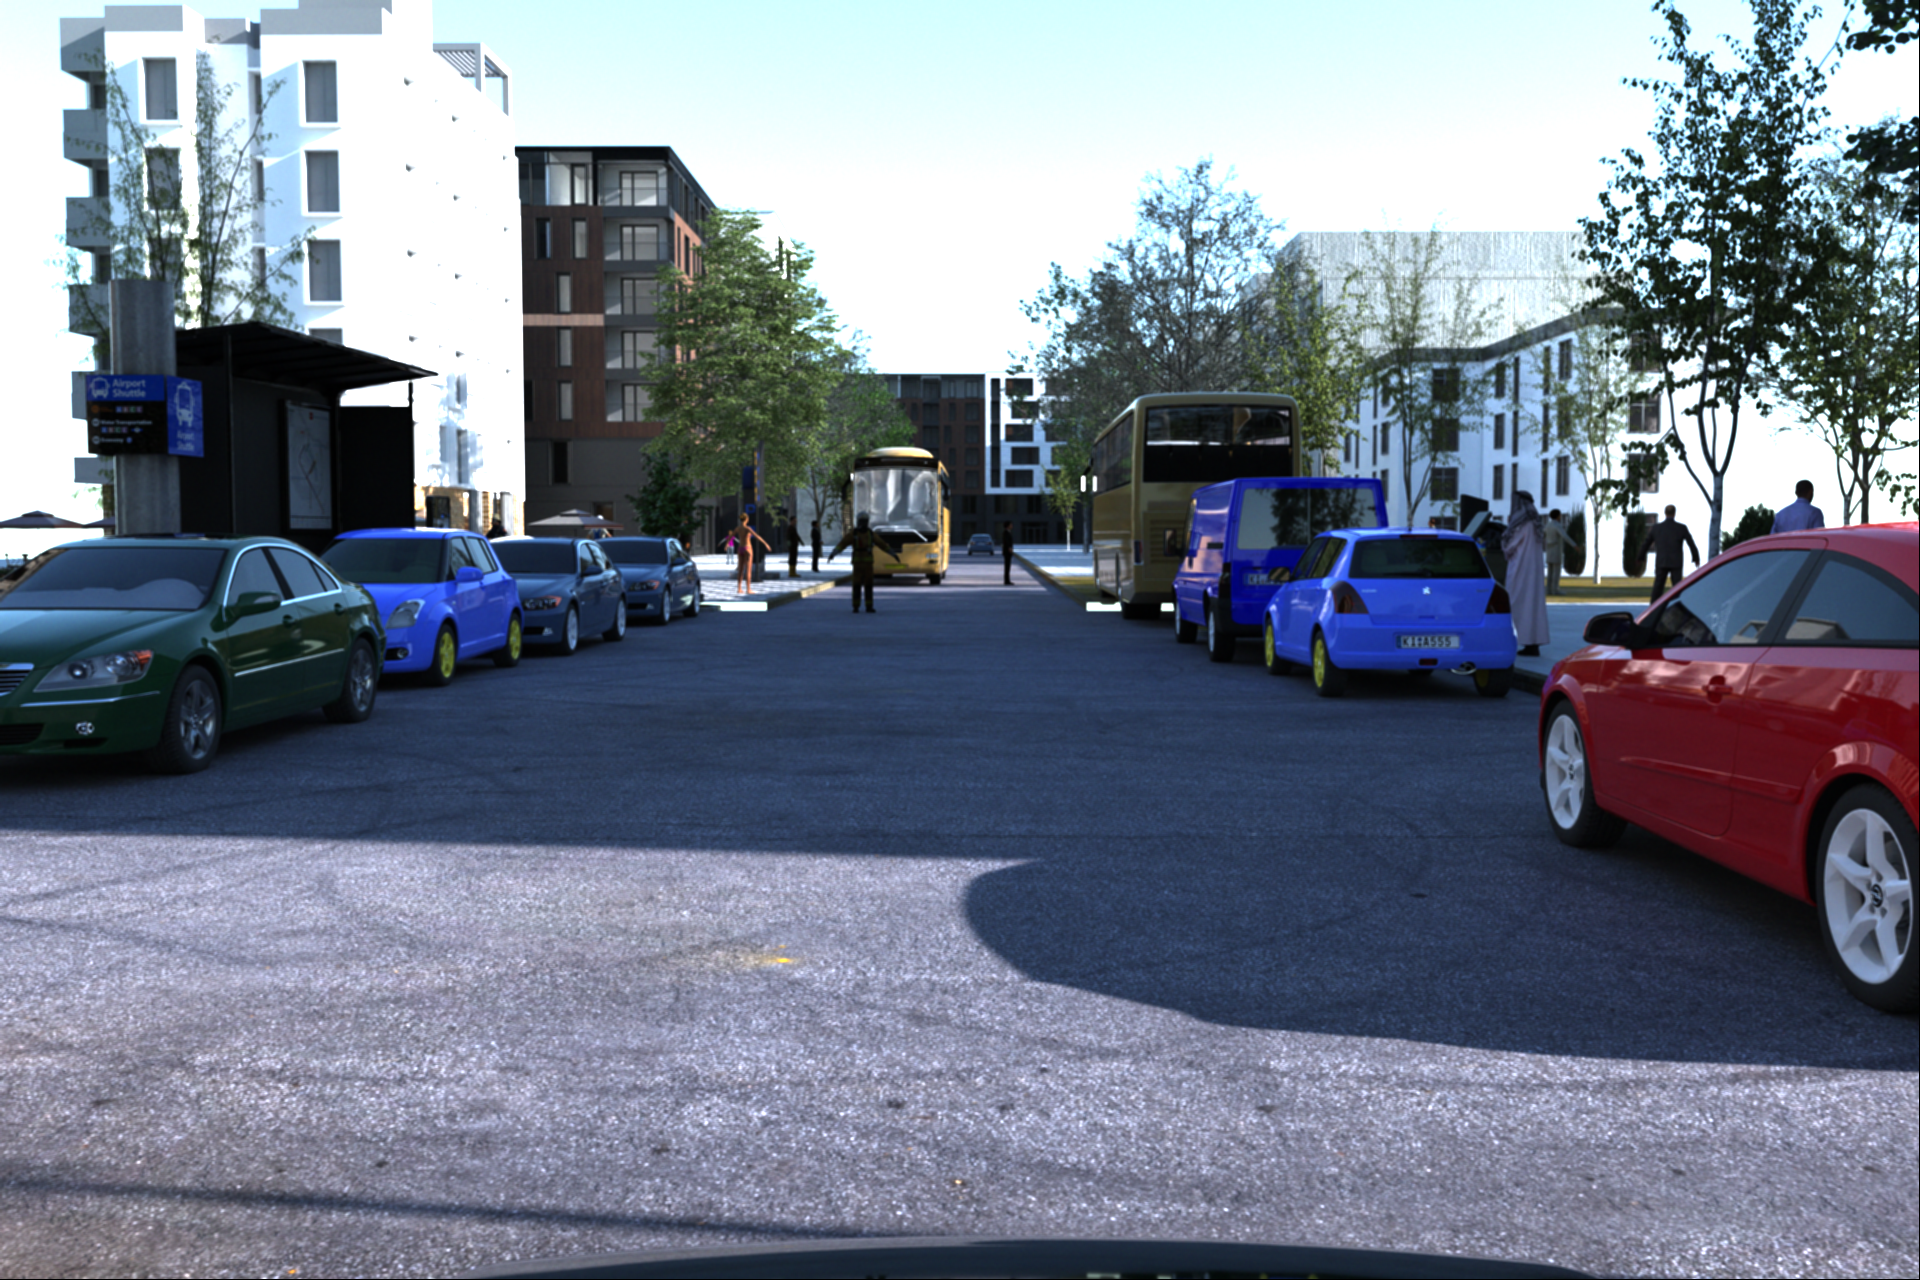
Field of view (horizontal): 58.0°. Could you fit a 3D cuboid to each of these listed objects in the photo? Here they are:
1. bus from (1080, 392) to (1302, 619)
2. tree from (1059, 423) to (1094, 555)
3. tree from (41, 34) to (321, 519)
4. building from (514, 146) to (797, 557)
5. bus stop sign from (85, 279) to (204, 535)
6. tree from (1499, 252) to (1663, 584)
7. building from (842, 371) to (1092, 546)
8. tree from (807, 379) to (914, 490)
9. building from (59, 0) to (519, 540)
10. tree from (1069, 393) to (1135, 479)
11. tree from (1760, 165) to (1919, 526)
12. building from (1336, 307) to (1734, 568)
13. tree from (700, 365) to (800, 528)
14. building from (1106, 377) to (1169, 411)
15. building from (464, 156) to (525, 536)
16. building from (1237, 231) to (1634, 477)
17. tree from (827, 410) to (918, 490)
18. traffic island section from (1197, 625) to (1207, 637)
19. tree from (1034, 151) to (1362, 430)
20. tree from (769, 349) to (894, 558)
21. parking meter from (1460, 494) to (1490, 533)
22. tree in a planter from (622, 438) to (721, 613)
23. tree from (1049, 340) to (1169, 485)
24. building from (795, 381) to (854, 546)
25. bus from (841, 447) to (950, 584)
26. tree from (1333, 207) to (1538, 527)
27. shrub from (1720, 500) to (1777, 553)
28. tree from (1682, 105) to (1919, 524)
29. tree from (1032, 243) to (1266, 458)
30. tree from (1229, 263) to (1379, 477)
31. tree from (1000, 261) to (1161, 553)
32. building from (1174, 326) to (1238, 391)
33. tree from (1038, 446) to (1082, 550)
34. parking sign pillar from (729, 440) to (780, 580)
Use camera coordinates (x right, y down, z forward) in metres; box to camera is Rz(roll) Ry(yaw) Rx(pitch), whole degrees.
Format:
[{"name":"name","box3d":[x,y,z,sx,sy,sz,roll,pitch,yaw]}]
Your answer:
[{"name":"bus","box3d":[3.964,-2.471,31.955,2.896,3.916,12.252,0,4,1]},{"name":"tree","box3d":[7.740,-9.460,105.028,4.737,8.622,4.395,0,3,0]},{"name":"tree","box3d":[-11.709,-4.605,25.650,4.360,8.622,3.978,0,3,0]},{"name":"building","box3d":[-25.710,-16.139,107.841,27.936,21.610,32.646,0,4,0]},{"name":"bus stop sign","box3d":[-8.560,-1.788,18.243,0.837,3.901,0.837,0,4,1]},{"name":"tree","box3d":[16.734,-5.767,44.654,4.360,8.622,3.978,0,3,0]},{"name":"building","box3d":[0.848,-23.410,229.182,32.646,21.610,27.936,0,4,-1]},{"name":"tree","box3d":[-6.759,-11.751,117.890,9.928,11.665,9.643,0,3,0]},{"name":"building","box3d":[-23.170,-12.298,57.485,16.016,20.090,11.380,0,4,1]},{"name":"tree","box3d":[7.505,-8.193,84.320,4.360,8.622,3.978,0,3,0]},{"name":"tree","box3d":[17.946,-5.158,34.693,4.737,8.622,4.395,0,3,0]},{"name":"building","box3d":[24.278,-8.327,78.295,9.099,9.664,28.070,0,4,1]},{"name":"tree","box3d":[-8.062,-7.299,69.699,4.360,8.622,3.978,0,3,0]},{"name":"building","box3d":[25.925,-20.600,203.268,16.747,18.905,31.486,0,4,1]},{"name":"building","box3d":[-26.988,-13.296,73.810,16.016,20.090,11.380,0,4,1]},{"name":"building","box3d":[28.279,-14.884,109.804,16.747,18.905,31.486,0,4,1]},{"name":"tree","box3d":[-6.509,-12.735,133.972,9.928,11.665,9.643,0,3,0]},{"name":"traffic island section","box3d":[4.149,-0.125,24.903,1.991,0.108,1.994,0,4,1]},{"name":"tree","box3d":[7.517,-8.946,56.636,12.009,13.543,11.850,0,3,0]},{"name":"tree","box3d":[-7.575,-10.298,94.119,9.928,11.665,9.643,0,3,0]},{"name":"parking meter","box3d":[7.600,-1.216,25.585,0.399,1.863,0.255,0,4,1]},{"name":"tree in a planter","box3d":[-5.527,-2.143,32.268,1.991,3.239,1.994,0,4,1]},{"name":"tree","box3d":[8.395,-10.102,90.918,9.928,11.665,9.643,0,3,0]},{"name":"building","box3d":[-21.908,-22.316,195.799,19.493,23.208,18.063,0,4,0]},{"name":"bus","box3d":[-1.678,-3.747,52.805,2.896,3.916,12.252,0,4,1]},{"name":"tree","box3d":[10.167,-5.461,39.656,4.360,8.622,3.978,0,3,0]},{"name":"shrub","box3d":[18.775,-2.249,40.811,1.661,2.075,1.752,0,3,0]},{"name":"tree","box3d":[26.612,-8.584,50.724,12.009,13.543,11.850,0,3,0]},{"name":"tree","box3d":[8.207,-9.928,72.699,12.009,13.543,11.850,0,3,0]},{"name":"tree","box3d":[9.327,-5.861,46.186,4.737,8.622,4.395,0,3,0]},{"name":"tree","box3d":[8.551,-16.125,119.534,12.611,20.169,13.585,0,3,0]},{"name":"building","box3d":[28.724,-17.589,154.043,16.747,18.905,31.486,0,4,1]},{"name":"tree","box3d":[8.467,-11.525,138.790,4.737,8.622,4.395,0,3,0]},{"name":"parking sign pillar","box3d":[-5.845,-3.713,49.182,1.447,3.967,1.447,0,4,2]}]
